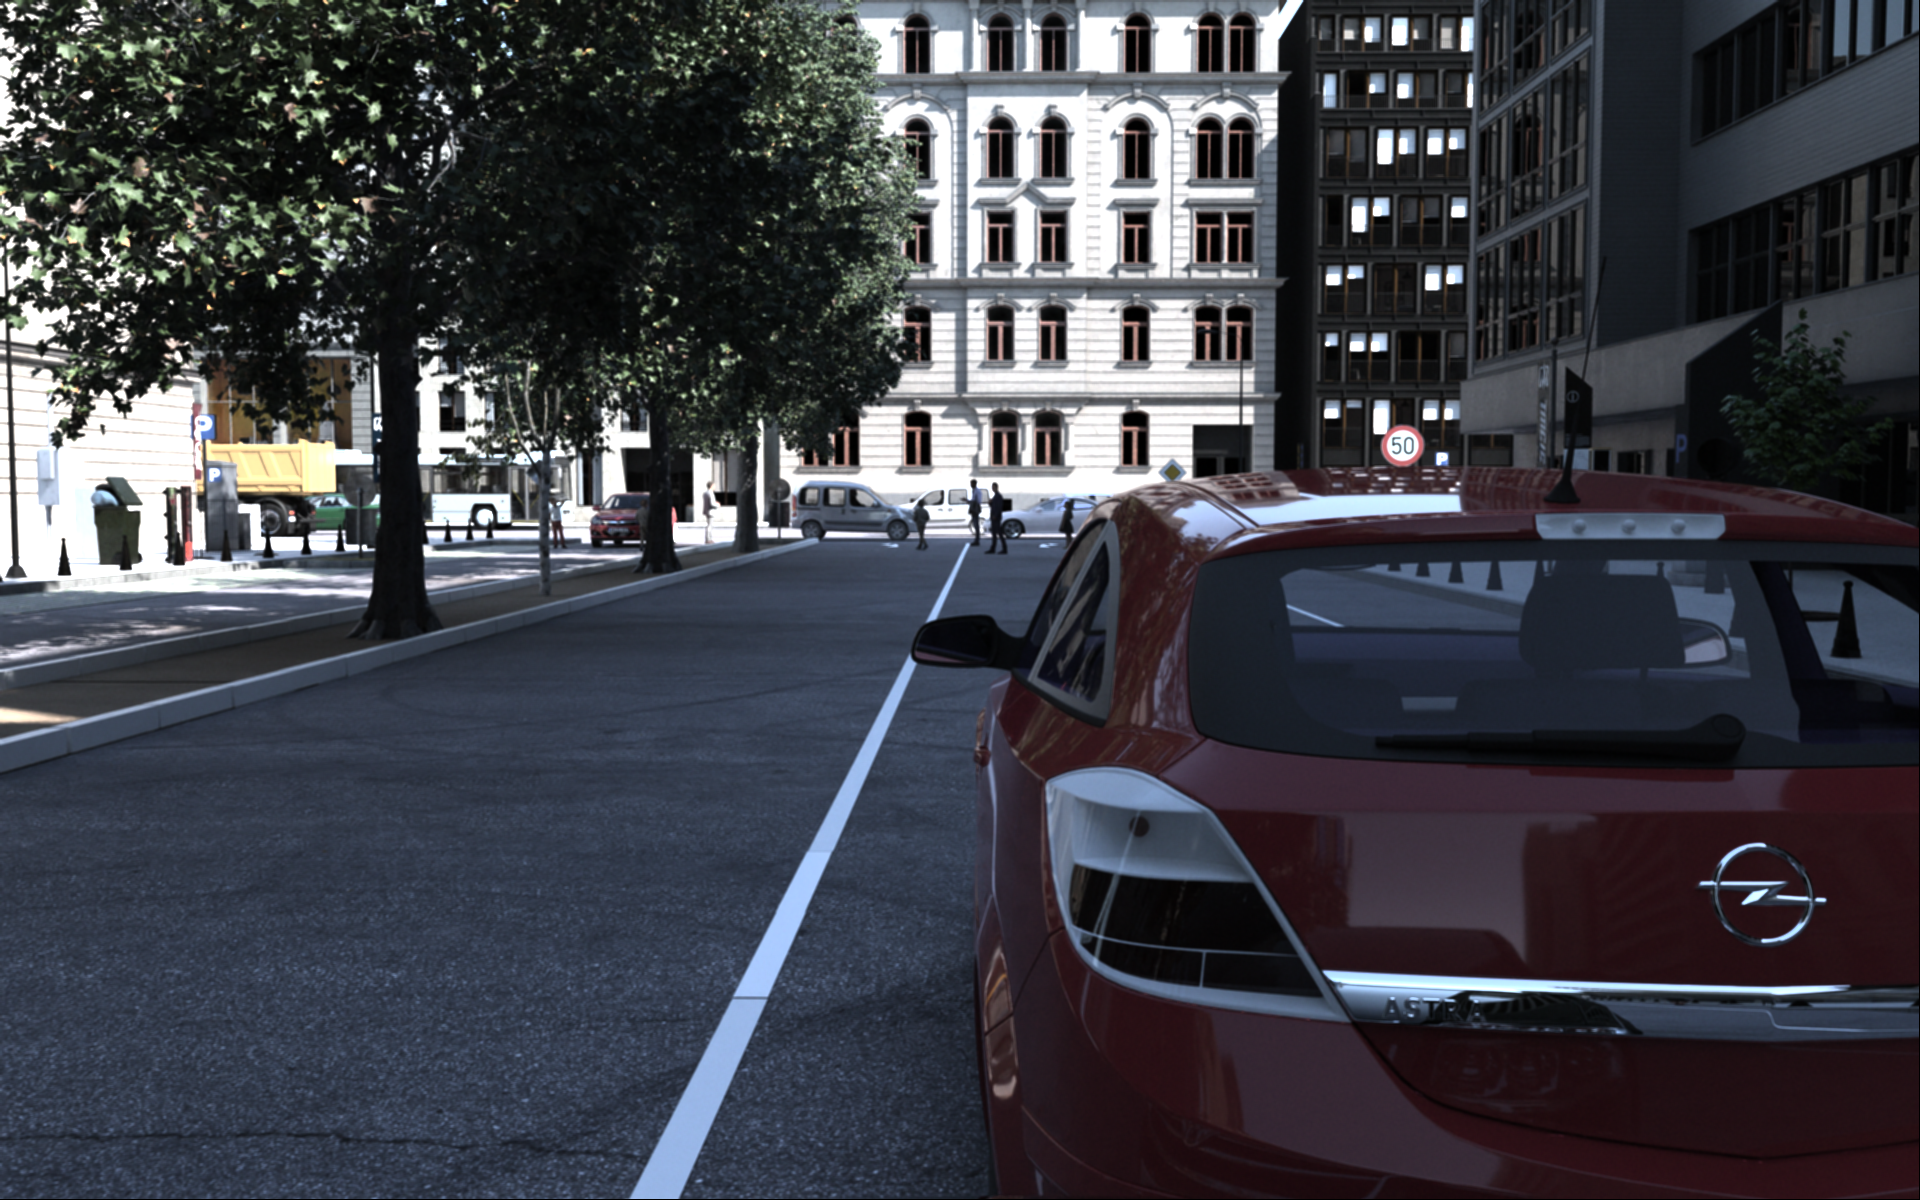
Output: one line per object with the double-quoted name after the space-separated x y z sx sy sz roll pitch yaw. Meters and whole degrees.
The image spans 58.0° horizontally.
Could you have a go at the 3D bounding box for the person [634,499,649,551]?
-7.983 -1.894 43.735 0.475 1.303 0.640 0 4 -1 "person"

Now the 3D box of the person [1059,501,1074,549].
2.766 -1.954 45.122 0.373 1.253 0.362 2 4 35 "person"

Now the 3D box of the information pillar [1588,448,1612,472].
10.232 -1.422 27.746 0.304 2.012 0.304 1 4 10 "information pillar"

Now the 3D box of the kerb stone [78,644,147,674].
-6.964 0.497 14.142 0.120 0.150 1.000 0 4 1 "kerb stone"

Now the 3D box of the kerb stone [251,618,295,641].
-6.906 0.312 17.223 0.120 0.150 1.000 0 4 1 "kerb stone"

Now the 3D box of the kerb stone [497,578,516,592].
-6.762 -0.199 25.441 0.120 0.150 1.000 0 4 1 "kerb stone"

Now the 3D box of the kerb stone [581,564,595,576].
-6.657 -0.509 30.576 0.120 0.150 1.000 0 4 1 "kerb stone"

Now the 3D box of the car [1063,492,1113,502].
5.307 -3.368 64.664 3.694 1.707 1.945 0 4 2 "car"

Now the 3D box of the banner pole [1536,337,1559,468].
9.471 -2.321 27.971 0.401 3.779 0.863 0 4 -4 "banner pole"

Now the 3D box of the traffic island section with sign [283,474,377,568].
-11.963 -1.556 34.073 1.989 1.847 2.006 0 4 1 "traffic island section with sign"

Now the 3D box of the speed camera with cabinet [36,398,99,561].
-17.099 -2.415 33.818 2.038 3.252 0.660 2 4 26 "speed camera with cabinet"

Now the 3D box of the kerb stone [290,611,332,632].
-6.892 0.241 18.253 0.120 0.150 1.000 0 4 1 "kerb stone"

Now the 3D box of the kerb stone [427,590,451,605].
-6.815 -0.010 22.360 0.120 0.150 1.000 0 4 1 "kerb stone"

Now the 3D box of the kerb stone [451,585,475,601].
-6.791 -0.072 23.384 0.120 0.150 1.000 0 4 1 "kerb stone"

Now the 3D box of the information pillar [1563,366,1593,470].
11.282 -2.467 31.697 0.504 3.616 0.183 2 4 27 "information pillar"

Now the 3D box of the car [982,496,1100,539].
3.135 -2.670 56.023 4.827 1.381 2.083 0 4 0 "car"

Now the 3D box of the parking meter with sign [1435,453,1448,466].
20.218 -4.725 73.522 0.543 3.016 1.738 0 4 2 "parking meter with sign"

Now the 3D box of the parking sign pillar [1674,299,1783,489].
10.711 -2.186 24.210 1.447 3.967 1.447 0 4 -3 "parking sign pillar"

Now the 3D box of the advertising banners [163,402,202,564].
-14.567 -2.224 32.557 0.090 3.025 2.074 0 4 -5 "advertising banners"

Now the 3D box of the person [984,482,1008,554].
0.861 -1.961 41.478 0.530 1.710 0.541 0 4 -5 "person"

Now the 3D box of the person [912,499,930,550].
-1.002 -1.925 44.244 0.475 1.303 0.640 -3 4 -37 "person"

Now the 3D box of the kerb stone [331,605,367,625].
-6.868 0.178 19.278 0.120 0.150 1.000 0 4 1 "kerb stone"

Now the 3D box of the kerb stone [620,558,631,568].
-6.605 -0.702 33.668 0.120 0.150 1.000 0 4 1 "kerb stone"

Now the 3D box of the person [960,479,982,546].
0.304 -2.420 47.934 0.599 1.838 0.709 -1 4 -10 "person"

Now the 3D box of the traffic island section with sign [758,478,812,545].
-5.255 -2.533 49.555 2.006 1.907 1.989 0 4 1 "traffic island section with sign"

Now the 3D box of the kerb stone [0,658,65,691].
-6.985 0.562 13.109 0.120 0.150 1.000 0 4 1 "kerb stone"

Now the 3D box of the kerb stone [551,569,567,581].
-6.704 -0.384 28.522 0.120 0.150 1.000 0 4 1 "kerb stone"

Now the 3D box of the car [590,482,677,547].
-9.019 -2.385 48.034 2.155 1.783 4.494 0 4 1 "car"

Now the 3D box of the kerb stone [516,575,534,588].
-6.738 -0.261 26.467 0.120 0.150 1.000 0 4 1 "kerb stone"

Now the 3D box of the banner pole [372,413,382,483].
-15.613 -3.501 47.266 0.863 3.779 0.401 -2 4 -33 "banner pole"

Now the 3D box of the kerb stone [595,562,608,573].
-6.642 -0.573 31.601 0.120 0.150 1.000 0 4 1 "kerb stone"

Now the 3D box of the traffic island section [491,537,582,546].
-12.008 -1.661 49.445 2.009 0.180 2.903 0 4 1 "traffic island section"

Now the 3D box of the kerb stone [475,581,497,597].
-6.767 -0.136 24.416 0.120 0.150 1.000 0 4 1 "kerb stone"

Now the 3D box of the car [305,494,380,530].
-22.680 -3.052 61.701 4.920 1.459 2.131 0 4 -1 "car"

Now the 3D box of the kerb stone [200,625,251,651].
-6.928 0.367 16.199 0.120 0.150 1.000 0 4 1 "kerb stone"

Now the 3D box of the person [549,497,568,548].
-10.627 -2.042 45.794 0.435 1.345 0.340 -2 4 -25 "person"

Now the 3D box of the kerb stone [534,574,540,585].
-6.715 -0.324 27.498 0.120 0.150 1.000 0 4 1 "kerb stone"

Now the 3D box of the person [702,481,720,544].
-7.091 -2.509 49.717 0.583 1.804 0.606 -2 4 -35 "person"

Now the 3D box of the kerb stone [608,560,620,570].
-6.621 -0.638 32.634 0.120 0.150 1.000 0 4 1 "kerb stone"

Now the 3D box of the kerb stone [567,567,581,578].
-6.687 -0.450 29.551 0.120 0.150 1.000 0 4 1 "kerb stone"

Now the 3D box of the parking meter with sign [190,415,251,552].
-16.544 -2.608 38.895 0.543 3.016 1.738 0 4 4 "parking meter with sign"

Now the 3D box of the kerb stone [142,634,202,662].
-6.952 0.429 15.174 0.120 0.150 1.000 0 4 1 "kerb stone"

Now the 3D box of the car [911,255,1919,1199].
0.941 0.302 4.097 2.155 1.783 4.494 0 4 1 "car"

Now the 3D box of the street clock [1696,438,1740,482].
9.739 -1.084 22.298 0.471 2.002 0.358 3 5 44 "street clock"

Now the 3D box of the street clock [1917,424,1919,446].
7.986 -0.577 14.009 0.471 2.002 0.358 2 4 28 "street clock"
